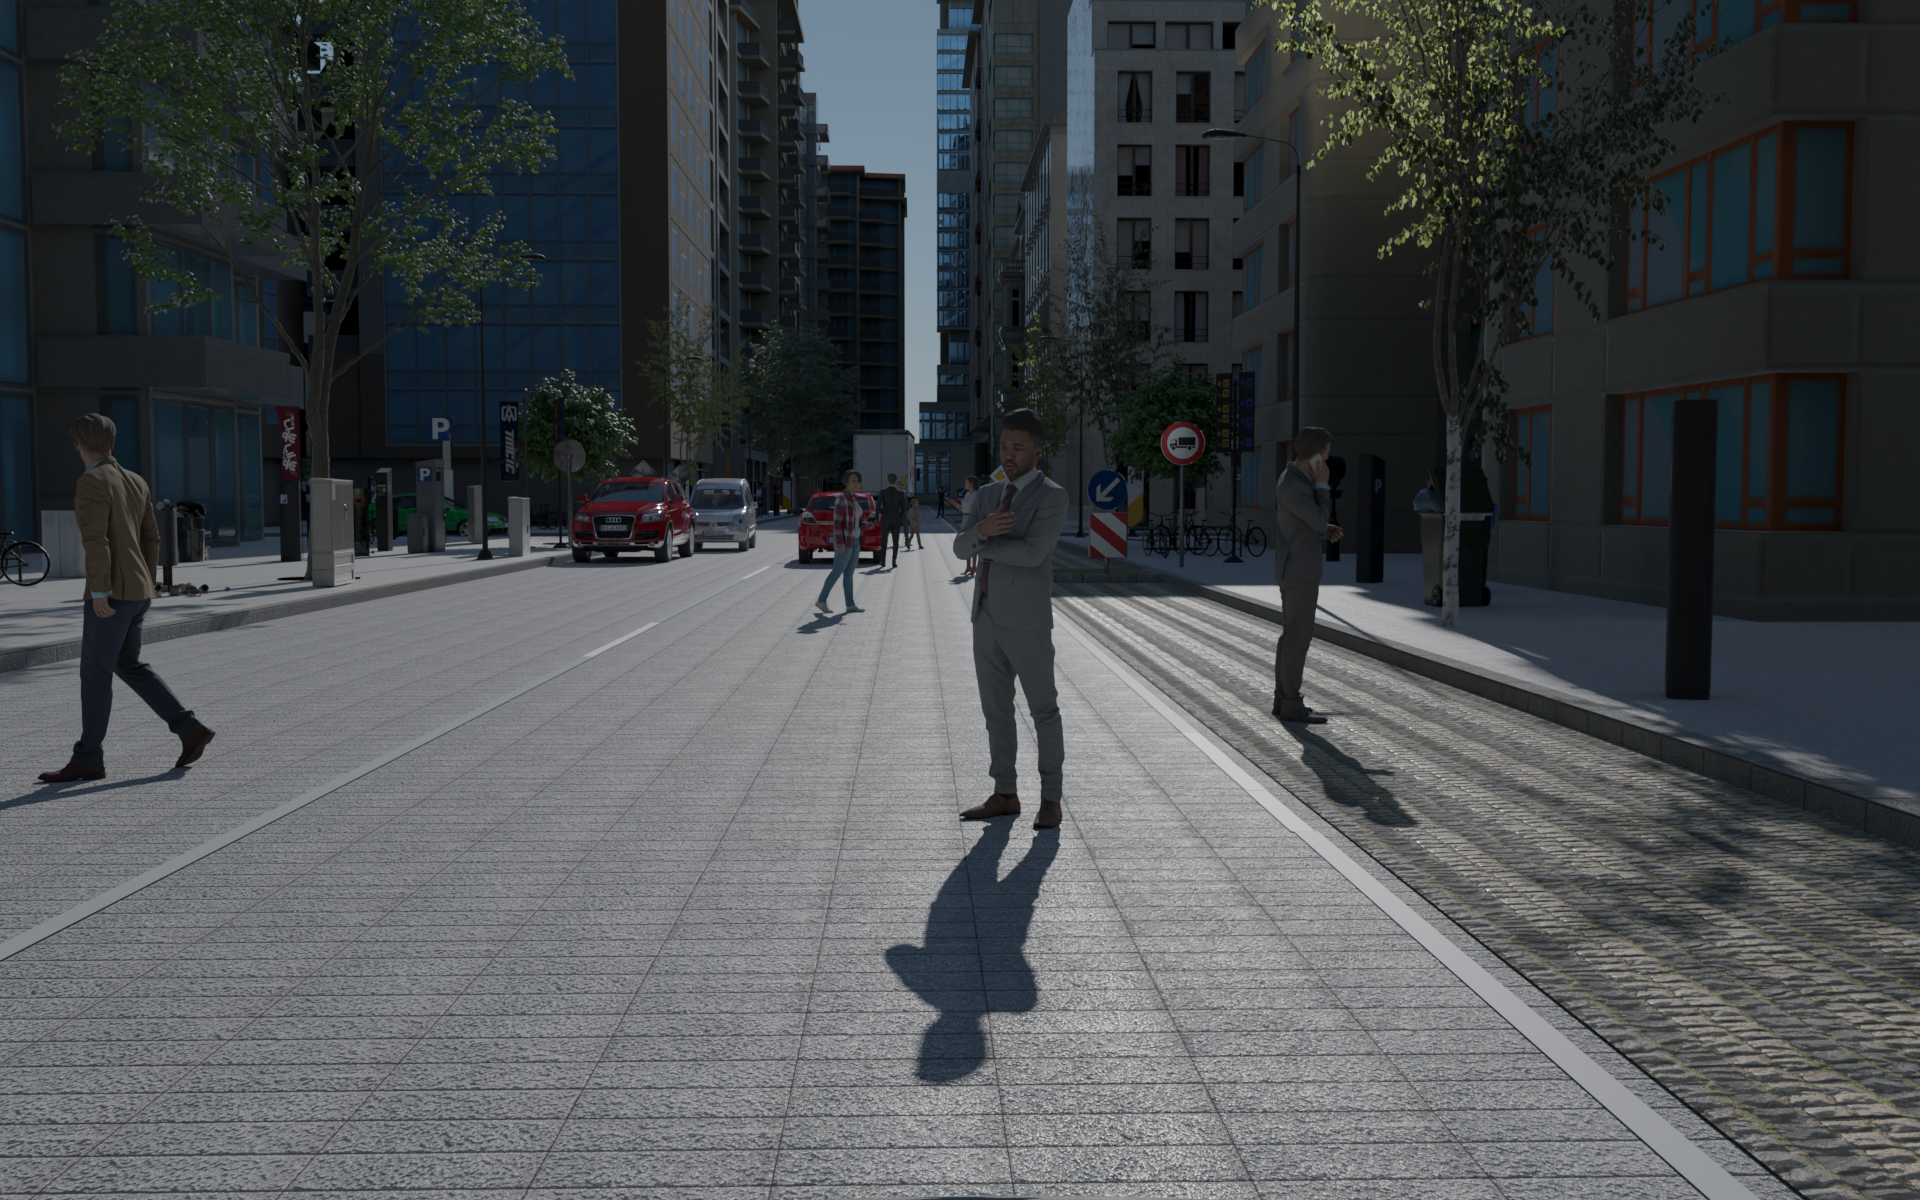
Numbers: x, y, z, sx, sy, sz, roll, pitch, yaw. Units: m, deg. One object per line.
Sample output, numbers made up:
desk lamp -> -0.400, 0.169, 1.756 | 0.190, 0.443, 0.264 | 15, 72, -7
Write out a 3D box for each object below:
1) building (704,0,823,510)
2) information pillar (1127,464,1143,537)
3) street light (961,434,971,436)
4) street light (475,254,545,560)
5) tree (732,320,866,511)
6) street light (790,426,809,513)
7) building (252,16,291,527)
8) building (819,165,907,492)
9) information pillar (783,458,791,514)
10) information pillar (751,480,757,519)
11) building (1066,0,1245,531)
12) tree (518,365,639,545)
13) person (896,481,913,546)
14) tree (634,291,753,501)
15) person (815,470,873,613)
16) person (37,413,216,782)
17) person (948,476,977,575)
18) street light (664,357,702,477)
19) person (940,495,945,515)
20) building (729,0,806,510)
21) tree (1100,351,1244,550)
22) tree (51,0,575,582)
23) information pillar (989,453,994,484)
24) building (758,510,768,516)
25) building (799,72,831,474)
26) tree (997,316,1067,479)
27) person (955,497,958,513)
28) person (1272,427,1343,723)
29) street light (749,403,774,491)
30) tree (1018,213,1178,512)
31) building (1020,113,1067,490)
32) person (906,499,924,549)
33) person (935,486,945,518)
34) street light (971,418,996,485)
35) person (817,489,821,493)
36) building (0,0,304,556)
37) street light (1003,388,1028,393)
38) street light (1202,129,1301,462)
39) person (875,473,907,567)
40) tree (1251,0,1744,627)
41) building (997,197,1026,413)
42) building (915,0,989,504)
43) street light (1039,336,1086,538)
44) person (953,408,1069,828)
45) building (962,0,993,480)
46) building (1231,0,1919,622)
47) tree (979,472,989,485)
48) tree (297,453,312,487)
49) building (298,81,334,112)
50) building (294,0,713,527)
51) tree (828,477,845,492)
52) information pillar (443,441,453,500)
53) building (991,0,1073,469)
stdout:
building -> -24.232, -44.857, 171.660 | 20.563, 71.187, 20.611 | 0, 4, -2
information pillar -> 5.231, -3.690, 51.690 | 0.504, 3.616, 0.183 | 2, 4, 32
street light -> 0.789, -9.887, 134.188 | 1.470, 5.913, 1.316 | 0, 4, -2
street light -> -8.718, -3.735, 33.616 | 1.470, 5.913, 1.316 | 0, 4, -2
tree -> -12.027, -13.509, 127.527 | 9.857, 13.997, 8.962 | 0, 3, 0
street light -> -10.943, -8.863, 117.444 | 1.470, 5.913, 1.316 | 0, 4, -2
building -> -33.549, -25.371, 64.932 | 14.200, 45.320, 14.600 | 0, 4, -2
building -> -21.365, -35.092, 228.376 | 28.867, 44.769, 22.147 | 0, 4, -2
information pillar -> -10.973, -7.250, 109.895 | 0.504, 3.616, 0.183 | 1, 4, 11
information pillar -> -10.775, -5.237, 90.117 | 0.304, 2.012, 0.304 | 2, 4, 32
building -> 12.853, -12.850, 64.848 | 16.860, 20.320, 10.420 | 0, 4, -2
tree -> -9.902, -3.698, 44.168 | 4.285, 4.588, 4.351 | 0, 3, 0
person -> -1.589, -2.396, 47.852 | 0.661, 1.801, 0.590 | -3, 5, -40
tree -> -9.854, -6.938, 63.798 | 4.737, 8.622, 4.395 | 0, 3, 0
person -> -1.396, -0.711, 20.961 | 0.643, 1.720, 0.563 | 1, 4, 22
person -> -4.278, -0.027, 8.845 | 0.836, 1.842, 0.656 | -2, 4, -32
person -> 0.099, -1.320, 30.647 | 0.524, 1.755, 0.480 | -2, 4, -32
street light -> -9.416, -5.264, 58.610 | 1.470, 5.913, 1.316 | 0, 4, -2
person -> -1.240, -6.522, 115.227 | 0.391, 1.810, 0.635 | -3, 5, -42
building -> -24.616, -30.137, 147.366 | 22.147, 44.769, 28.867 | 0, 4, -2
tree -> 5.030, -3.436, 39.900 | 4.285, 4.588, 4.351 | 0, 3, 0
tree -> -9.415, -6.096, 25.419 | 9.928, 11.665, 9.643 | 0, 3, 0
information pillar -> 1.798, -6.596, 99.202 | 0.183, 3.616, 0.504 | 2, 4, 24
building -> -21.883, -40.463, 99.824 | 20.563, 71.187, 20.611 | 0, 4, -2
building -> -30.134, -35.263, 196.152 | 30.456, 49.044, 23.786 | 0, 4, -2
tree -> 3.694, -7.488, 72.789 | 4.737, 8.622, 4.395 | 0, 3, 0
person -> -0.189, -7.013, 127.851 | 0.352, 1.250, 0.332 | 0, 4, 6
person -> 2.198, -0.161, 10.938 | 0.447, 1.846, 0.655 | 0, 4, 2
street light -> -10.129, -7.059, 87.951 | 1.470, 5.913, 1.316 | 0, 4, -2
tree -> 3.788, -5.783, 44.909 | 4.360, 8.622, 3.978 | 0, 3, 0
building -> 8.543, -14.716, 89.754 | 9.793, 20.994, 18.267 | 0, 4, -2
person -> -1.191, -1.966, 44.919 | 0.475, 1.303, 0.640 | 2, 4, 35
person -> -1.179, -5.834, 103.241 | 0.474, 1.900, 0.648 | -2, 4, -30
street light -> 1.597, -8.122, 105.343 | 1.470, 5.913, 1.316 | 0, 4, -2
person -> -10.208, -7.168, 125.883 | 0.537, 1.800, 0.526 | 1, 4, 12
building -> -31.489, -25.467, 35.993 | 30.456, 49.044, 23.786 | 0, 4, -2
street light -> 2.486, -6.308, 75.678 | 1.470, 5.913, 1.316 | 0, 4, -2
street light -> 3.776, -3.039, 22.227 | 1.470, 5.913, 1.316 | 0, 4, -2
person -> -1.383, -1.569, 33.930 | 0.659, 1.850, 0.755 | -1, 4, -11
tree -> 4.983, -4.042, 16.456 | 4.360, 8.622, 3.978 | 0, 3, 0
building -> 9.810, -18.222, 117.006 | 14.460, 24.649, 34.723 | 0, 4, -2
building -> 8.542, -56.011, 228.457 | 31.000, 86.520, 22.319 | 0, 4, -2
street light -> 3.030, -4.803, 51.073 | 1.470, 5.913, 1.316 | 0, 4, -2
person -> 0.209, 0.071, 7.525 | 0.511, 1.800, 0.466 | 2, 4, 26
building -> 14.906, -37.050, 195.011 | 28.713, 52.752, 27.495 | 0, 4, -2
building -> 21.428, -11.404, 31.491 | 27.650, 21.520, 28.899 | 0, 4, -2
tree -> 2.389, -8.741, 137.508 | 1.663, 3.219, 1.824 | 0, 3, 0
tree -> -35.378, -6.530, 90.478 | 4.285, 4.588, 4.351 | 0, 3, 0
building -> -74.231, -39.201, 230.168 | 27.495, 52.752, 28.713 | 0, 4, -2
building -> -18.407, -25.895, 73.491 | 14.600, 45.320, 14.200 | 0, 4, -2
tree -> -13.674, -12.001, 190.824 | 1.663, 3.219, 1.824 | 0, 3, 0
information pillar -> -17.389, -4.124, 58.782 | 0.504, 3.616, 0.183 | 2, 4, 33
building -> 9.521, -28.250, 145.486 | 14.154, 41.232, 14.086 | 0, 4, -2
